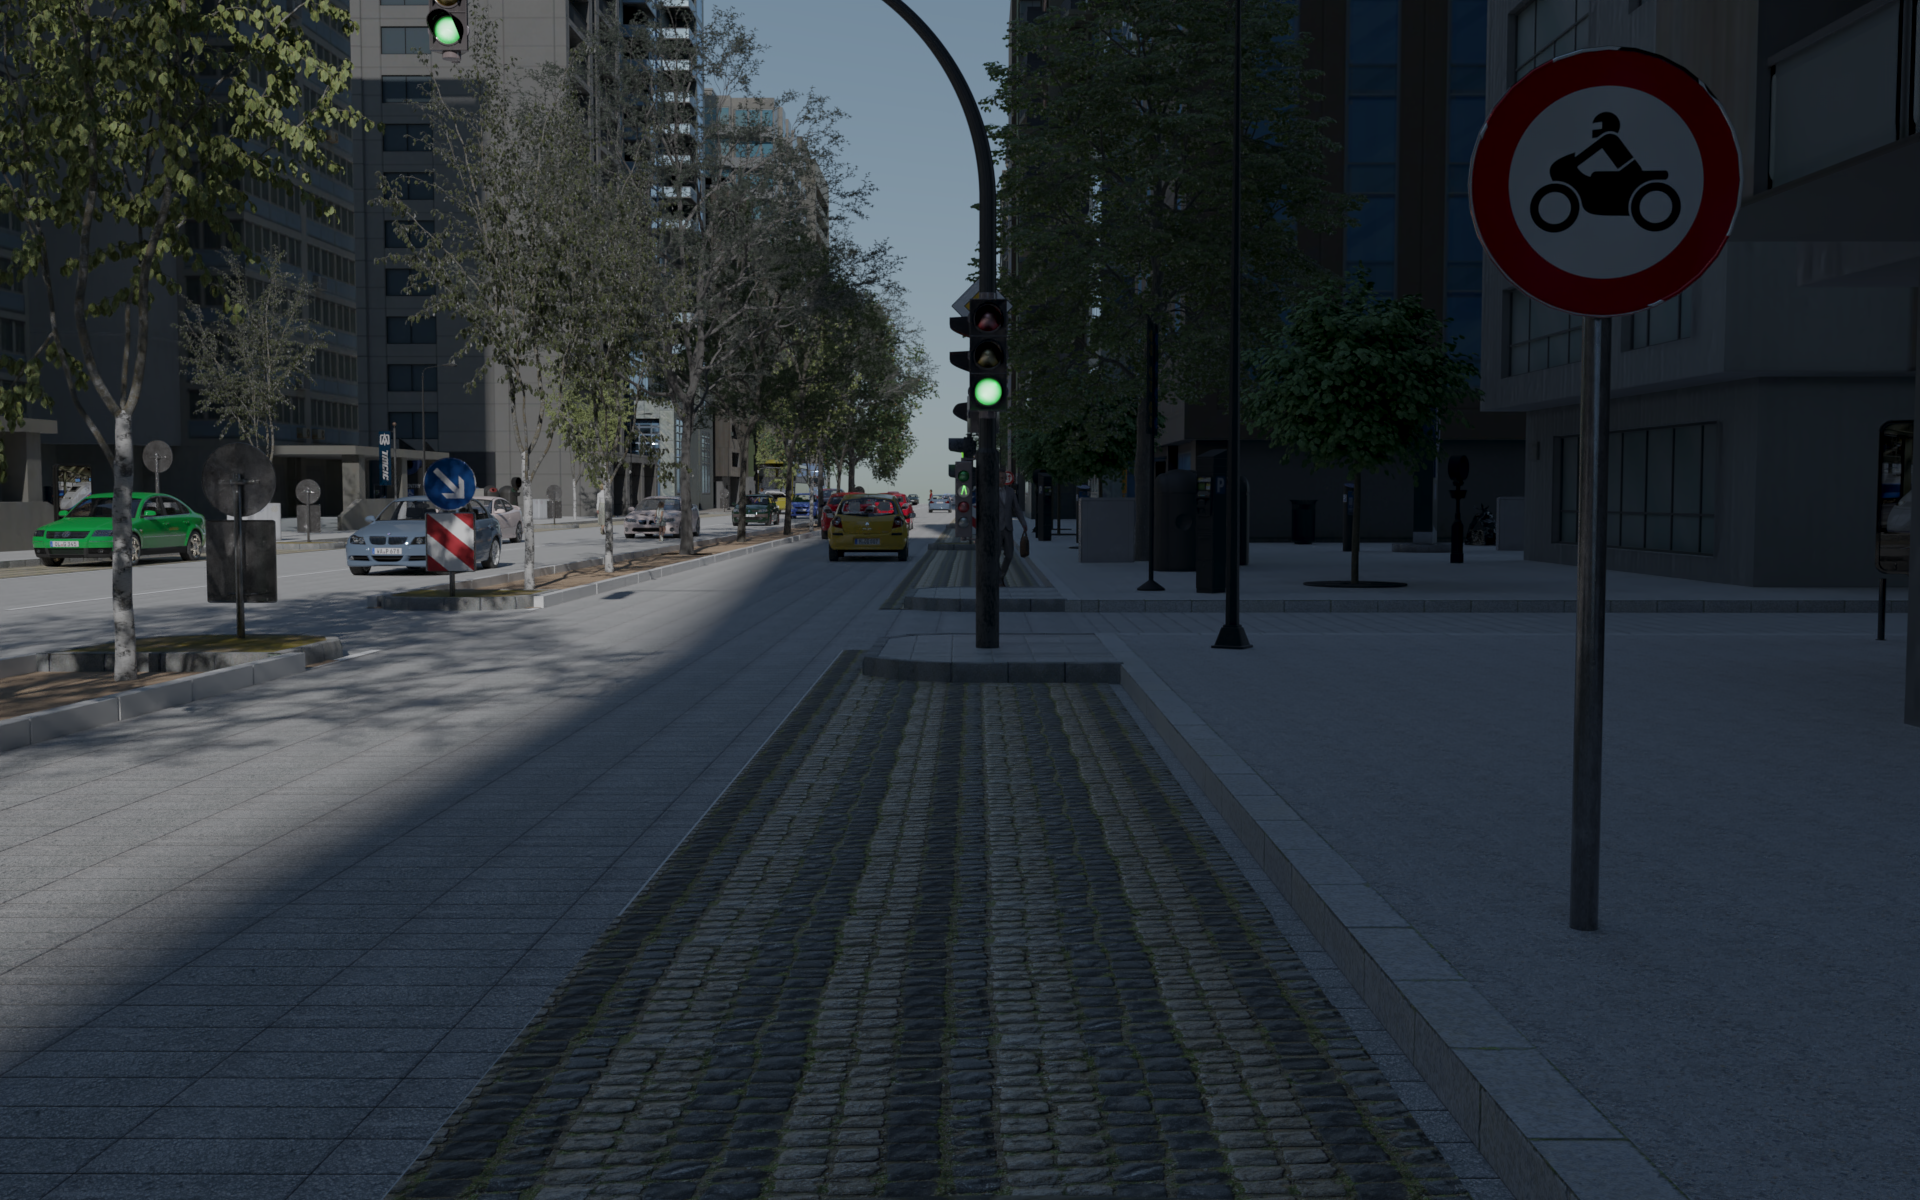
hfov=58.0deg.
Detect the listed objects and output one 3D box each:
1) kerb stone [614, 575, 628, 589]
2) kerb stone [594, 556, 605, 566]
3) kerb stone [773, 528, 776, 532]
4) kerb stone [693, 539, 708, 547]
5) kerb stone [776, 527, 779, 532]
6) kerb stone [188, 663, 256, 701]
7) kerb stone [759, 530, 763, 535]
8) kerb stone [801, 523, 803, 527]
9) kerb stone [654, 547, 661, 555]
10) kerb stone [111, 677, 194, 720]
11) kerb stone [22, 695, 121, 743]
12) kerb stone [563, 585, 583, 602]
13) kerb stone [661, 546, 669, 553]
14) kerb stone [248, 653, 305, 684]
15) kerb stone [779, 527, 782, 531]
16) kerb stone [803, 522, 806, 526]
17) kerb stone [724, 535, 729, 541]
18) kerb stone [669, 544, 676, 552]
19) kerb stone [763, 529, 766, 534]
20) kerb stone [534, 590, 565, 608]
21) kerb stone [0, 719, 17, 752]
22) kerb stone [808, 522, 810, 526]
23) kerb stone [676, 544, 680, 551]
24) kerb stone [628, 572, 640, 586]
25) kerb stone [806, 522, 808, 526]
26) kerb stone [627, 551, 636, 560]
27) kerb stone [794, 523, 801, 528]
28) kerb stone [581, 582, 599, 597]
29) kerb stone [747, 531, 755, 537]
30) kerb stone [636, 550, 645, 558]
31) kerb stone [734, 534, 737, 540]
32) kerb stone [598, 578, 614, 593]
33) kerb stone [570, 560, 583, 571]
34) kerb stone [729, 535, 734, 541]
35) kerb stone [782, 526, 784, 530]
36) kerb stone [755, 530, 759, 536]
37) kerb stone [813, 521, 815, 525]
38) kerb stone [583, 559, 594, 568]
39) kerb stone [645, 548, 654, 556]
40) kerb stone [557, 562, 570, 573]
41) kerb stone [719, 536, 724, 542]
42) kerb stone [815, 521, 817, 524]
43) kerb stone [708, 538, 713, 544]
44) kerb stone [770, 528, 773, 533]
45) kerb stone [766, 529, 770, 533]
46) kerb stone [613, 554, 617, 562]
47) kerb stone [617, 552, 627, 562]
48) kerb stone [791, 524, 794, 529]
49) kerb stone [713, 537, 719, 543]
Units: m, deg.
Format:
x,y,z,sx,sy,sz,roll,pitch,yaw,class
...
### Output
x,y,z,sx,sy,sz,roll,pitch,yaw,class
-5.253,-0.254,26.350,0.120,0.150,1.000,0,4,0,kerb stone
-7.287,-0.745,34.562,0.120,0.150,1.000,0,4,0,kerb stone
-7.041,-2.572,64.276,0.120,0.150,1.000,0,4,0,kerb stone
-7.173,-1.571,47.878,0.120,0.150,1.000,0,4,0,kerb stone
-7.020,-2.636,65.297,0.120,0.150,1.000,0,4,0,kerb stone
-5.367,0.594,12.488,0.120,0.150,1.000,0,4,0,kerb stone
-7.068,-2.324,60.188,0.120,0.150,1.000,0,4,0,kerb stone
-6.954,-3.200,74.517,0.120,0.150,1.000,0,4,0,kerb stone
-7.233,-1.132,40.708,0.120,0.150,1.000,0,4,0,kerb stone
-5.370,0.656,11.463,0.120,0.150,1.000,0,4,0,kerb stone
-5.384,0.722,10.440,0.120,0.150,1.000,0,4,0,kerb stone
-5.280,-0.066,23.277,0.120,0.150,1.000,0,4,0,kerb stone
-7.223,-1.193,41.732,0.120,0.150,1.000,0,4,0,kerb stone
-5.361,0.531,13.514,0.120,0.150,1.000,0,4,0,kerb stone
-7.020,-2.698,66.323,0.120,0.150,1.000,0,4,0,kerb stone
-6.941,-3.263,75.539,0.120,0.150,1.000,0,4,0,kerb stone
-7.127,-1.818,51.988,0.120,0.150,1.000,0,4,0,kerb stone
-7.209,-1.257,42.754,0.120,0.150,1.000,0,4,0,kerb stone
-7.057,-2.384,61.210,0.120,0.150,1.000,0,4,0,kerb stone
-5.289,-0.003,22.255,0.120,0.150,1.000,0,4,0,kerb stone
-5.392,0.786,9.417,0.120,0.150,1.000,0,4,0,kerb stone
-6.921,-3.382,77.613,0.120,0.150,1.000,0,4,0,kerb stone
-7.201,-1.320,43.778,0.120,0.150,1.000,0,4,0,kerb stone
-5.247,-0.315,27.372,0.120,0.150,1.000,0,4,0,kerb stone
-6.931,-3.326,76.572,0.120,0.150,1.000,0,4,0,kerb stone
-7.263,-0.944,37.629,0.120,0.150,1.000,0,4,0,kerb stone
-6.957,-3.137,73.488,0.120,0.150,1.000,0,4,0,kerb stone
-5.274,-0.126,24.300,0.120,0.150,1.000,0,4,0,kerb stone
-7.089,-2.198,58.140,0.120,0.150,1.000,0,4,0,kerb stone
-7.245,-1.003,38.658,0.120,0.150,1.000,0,4,0,kerb stone
-7.119,-1.947,54.036,0.120,0.150,1.000,0,4,0,kerb stone
-5.258,-0.192,25.328,0.120,0.150,1.000,0,4,0,kerb stone
-7.298,-0.625,32.517,0.120,0.150,1.000,0,4,0,kerb stone
-7.122,-1.883,53.014,0.120,0.150,1.000,0,4,0,kerb stone
-7.010,-2.759,67.345,0.120,0.150,1.000,0,4,0,kerb stone
-7.074,-2.260,59.162,0.120,0.150,1.000,0,4,0,kerb stone
-6.900,-3.508,79.681,0.120,0.150,1.000,0,4,0,kerb stone
-7.300,-0.694,33.539,0.120,0.150,1.000,0,4,0,kerb stone
-7.226,-1.070,39.686,0.120,0.150,1.000,0,4,0,kerb stone
-7.306,-0.568,31.489,0.120,0.150,1.000,0,4,0,kerb stone
-7.146,-1.759,50.966,0.120,0.150,1.000,0,4,0,kerb stone
-6.902,-3.577,80.703,0.120,0.150,1.000,0,4,0,kerb stone
-7.169,-1.634,48.904,0.120,0.150,1.000,0,4,0,kerb stone
-7.039,-2.511,63.254,0.120,0.150,1.000,0,4,0,kerb stone
-7.050,-2.449,62.232,0.120,0.150,1.000,0,4,0,kerb stone
-7.268,-0.819,35.583,0.120,0.150,1.000,0,4,0,kerb stone
-7.261,-0.881,36.605,0.120,0.150,1.000,0,4,0,kerb stone
-6.983,-2.949,70.422,0.120,0.150,1.000,0,4,0,kerb stone
-7.159,-1.696,49.929,0.120,0.150,1.000,0,4,0,kerb stone
